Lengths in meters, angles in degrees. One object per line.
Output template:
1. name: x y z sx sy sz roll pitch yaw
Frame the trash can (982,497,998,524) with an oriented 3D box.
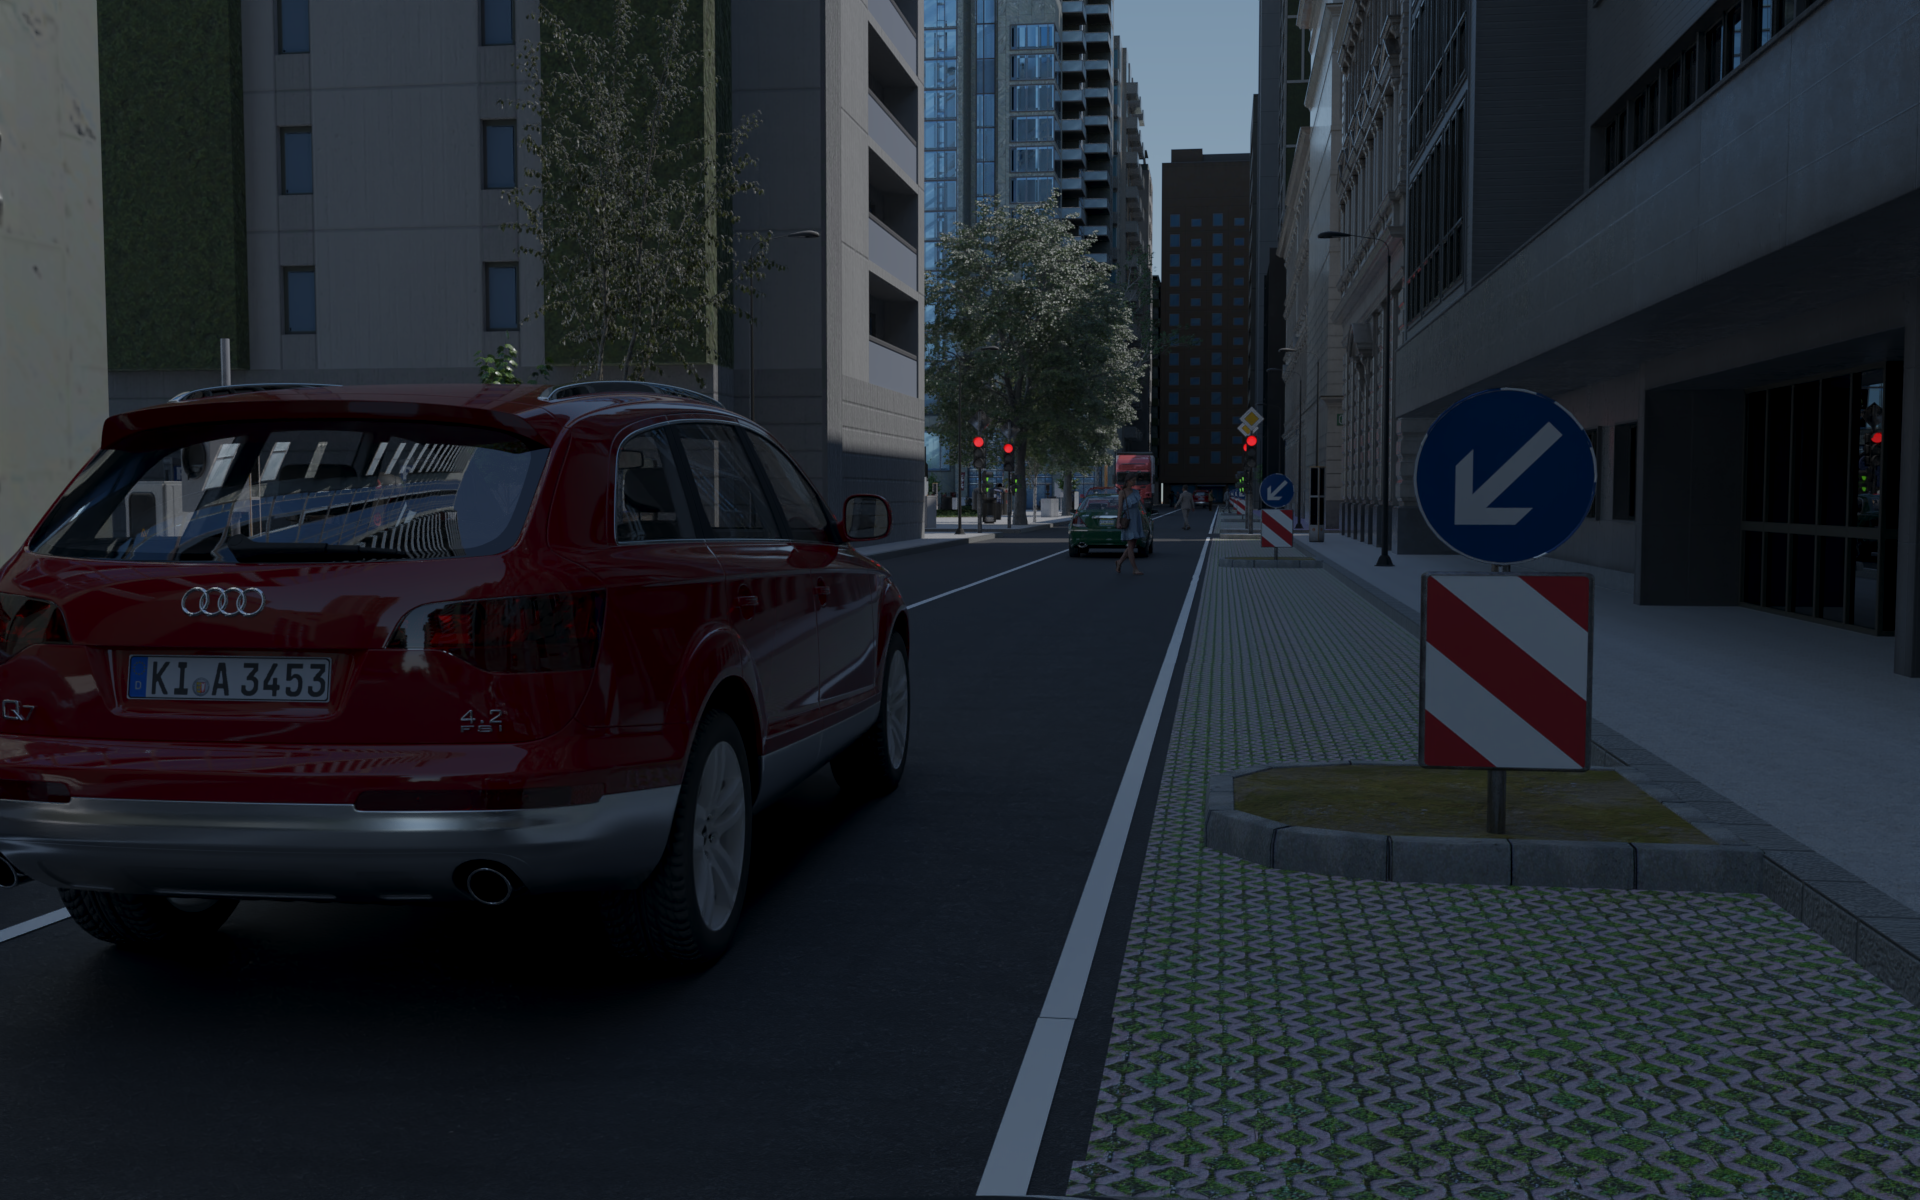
1. trash can: 1.266 -3.872 74.957 0.748 1.137 0.748 0 3 0

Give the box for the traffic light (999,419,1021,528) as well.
1. traffic light: 1.863 -4.642 64.817 0.839 4.253 0.868 1 4 9

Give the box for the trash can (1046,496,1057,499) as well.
1. trash can: 6.043 -6.296 114.588 0.748 1.137 0.748 0 3 0

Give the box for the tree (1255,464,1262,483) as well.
1. tree: 25.410 -9.594 140.568 4.285 4.588 4.351 0 3 0

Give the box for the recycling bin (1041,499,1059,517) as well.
1. recycling bin: 4.939 -5.065 95.371 0.722 1.027 0.722 3 5 43

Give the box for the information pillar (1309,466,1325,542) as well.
1. information pillar: 9.521 -2.549 46.176 0.304 2.012 0.304 3 5 44

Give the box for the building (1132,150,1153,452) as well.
1. building: 15.988 -32.087 208.209 14.086 41.232 14.154 1 4 9

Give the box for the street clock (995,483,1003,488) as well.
1. street clock: 2.567 -6.689 113.933 0.471 2.002 0.358 -3 5 -41

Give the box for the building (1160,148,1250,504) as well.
1. building: 33.685 -35.285 227.026 14.200 45.320 14.600 1 4 9

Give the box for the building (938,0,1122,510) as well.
1. building: 3.750 -51.487 154.490 22.319 86.520 31.000 1 4 9

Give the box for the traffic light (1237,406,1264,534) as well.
1. traffic light: 9.334 -4.080 55.631 0.839 4.253 0.868 1 4 9

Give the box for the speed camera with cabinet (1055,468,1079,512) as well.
1. speed camera with cabinet: 7.572 -7.868 122.983 0.660 3.252 2.038 3 5 43

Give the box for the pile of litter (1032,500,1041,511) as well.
1. pile of litter: 6.428 -7.360 134.299 1.719 0.858 1.176 0 4 0

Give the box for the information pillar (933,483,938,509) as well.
1. information pillar: -1.660 -6.812 115.861 0.304 2.012 0.304 0 4 7

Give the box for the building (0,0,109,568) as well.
1. building: -19.648 -42.063 0.395 22.319 86.520 31.000 1 4 9

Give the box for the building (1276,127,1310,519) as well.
1. building: 26.313 -16.787 110.629 11.583 22.565 21.152 1 4 9

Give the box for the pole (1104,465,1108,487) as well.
1. pole: 9.838 -7.517 116.741 0.158 3.312 0.155 0 3 0

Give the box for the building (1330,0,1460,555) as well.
1. building: 15.367 -13.179 44.355 11.050 23.489 19.941 1 4 9

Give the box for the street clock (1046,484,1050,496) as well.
1. street clock: 6.149 -7.136 121.236 0.358 2.002 0.471 1 4 9

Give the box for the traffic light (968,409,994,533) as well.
1. traffic light: 0.669 -4.159 56.922 0.839 4.253 0.868 1 4 9

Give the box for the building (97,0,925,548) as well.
1. building: -15.549 -30.856 46.499 28.212 58.520 21.231 1 4 9

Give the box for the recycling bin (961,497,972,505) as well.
1. recycling bin: 0.540 -7.744 139.176 0.722 1.027 0.722 1 4 20

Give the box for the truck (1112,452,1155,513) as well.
1. truck: 11.922 -7.884 117.818 2.839 4.237 11.283 0 4 7

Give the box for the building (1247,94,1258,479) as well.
1. building: 44.196 -35.221 199.569 21.300 48.544 21.600 1 4 9

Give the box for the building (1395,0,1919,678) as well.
1. building: 13.595 -12.225 18.942 14.314 24.678 30.058 1 4 9

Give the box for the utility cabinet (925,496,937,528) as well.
1. utility cabinet: -1.202 -3.320 65.445 0.306 1.237 1.020 1 4 20

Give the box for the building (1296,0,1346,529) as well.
1. building: 35.746 -17.777 67.076 44.131 29.872 17.030 1 4 9

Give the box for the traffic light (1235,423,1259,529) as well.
1. traffic light: 10.529 -4.563 63.527 0.839 4.253 0.868 1 4 9

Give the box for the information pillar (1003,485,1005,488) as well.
1. information pillar: 3.271 -7.951 134.492 0.304 2.012 0.304 3 5 45

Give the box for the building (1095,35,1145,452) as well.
1. building: 8.228 -34.640 185.978 23.786 49.044 30.456 1 4 9

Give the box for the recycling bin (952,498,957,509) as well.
1. recycling bin: -0.572 -6.487 118.609 0.722 1.027 0.722 0 4 -2

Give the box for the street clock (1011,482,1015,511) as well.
1. street clock: 2.734 -4.970 85.834 0.471 2.002 0.358 0 4 2

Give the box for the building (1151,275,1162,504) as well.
1. building: 19.686 -28.004 229.566 14.107 30.474 14.160 1 4 9

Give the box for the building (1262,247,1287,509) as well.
1. building: 28.990 -18.299 128.868 12.332 23.373 15.834 1 4 9

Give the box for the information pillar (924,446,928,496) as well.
1. information pillar: -1.849 -5.715 84.799 0.504 3.616 0.183 3 5 39

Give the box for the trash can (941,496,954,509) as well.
1. trash can: -0.761 -5.681 104.536 0.748 1.137 0.748 0 3 0

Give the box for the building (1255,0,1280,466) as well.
1. building: 40.578 -38.695 174.668 21.231 58.520 28.212 1 4 9

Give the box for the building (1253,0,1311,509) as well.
1. building: 36.092 -43.549 150.274 20.563 71.187 20.611 1 4 9

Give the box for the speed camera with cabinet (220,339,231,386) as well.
1. speed camera with cabinet: -10.020 -1.716 22.395 2.038 3.252 0.660 3 4 36
